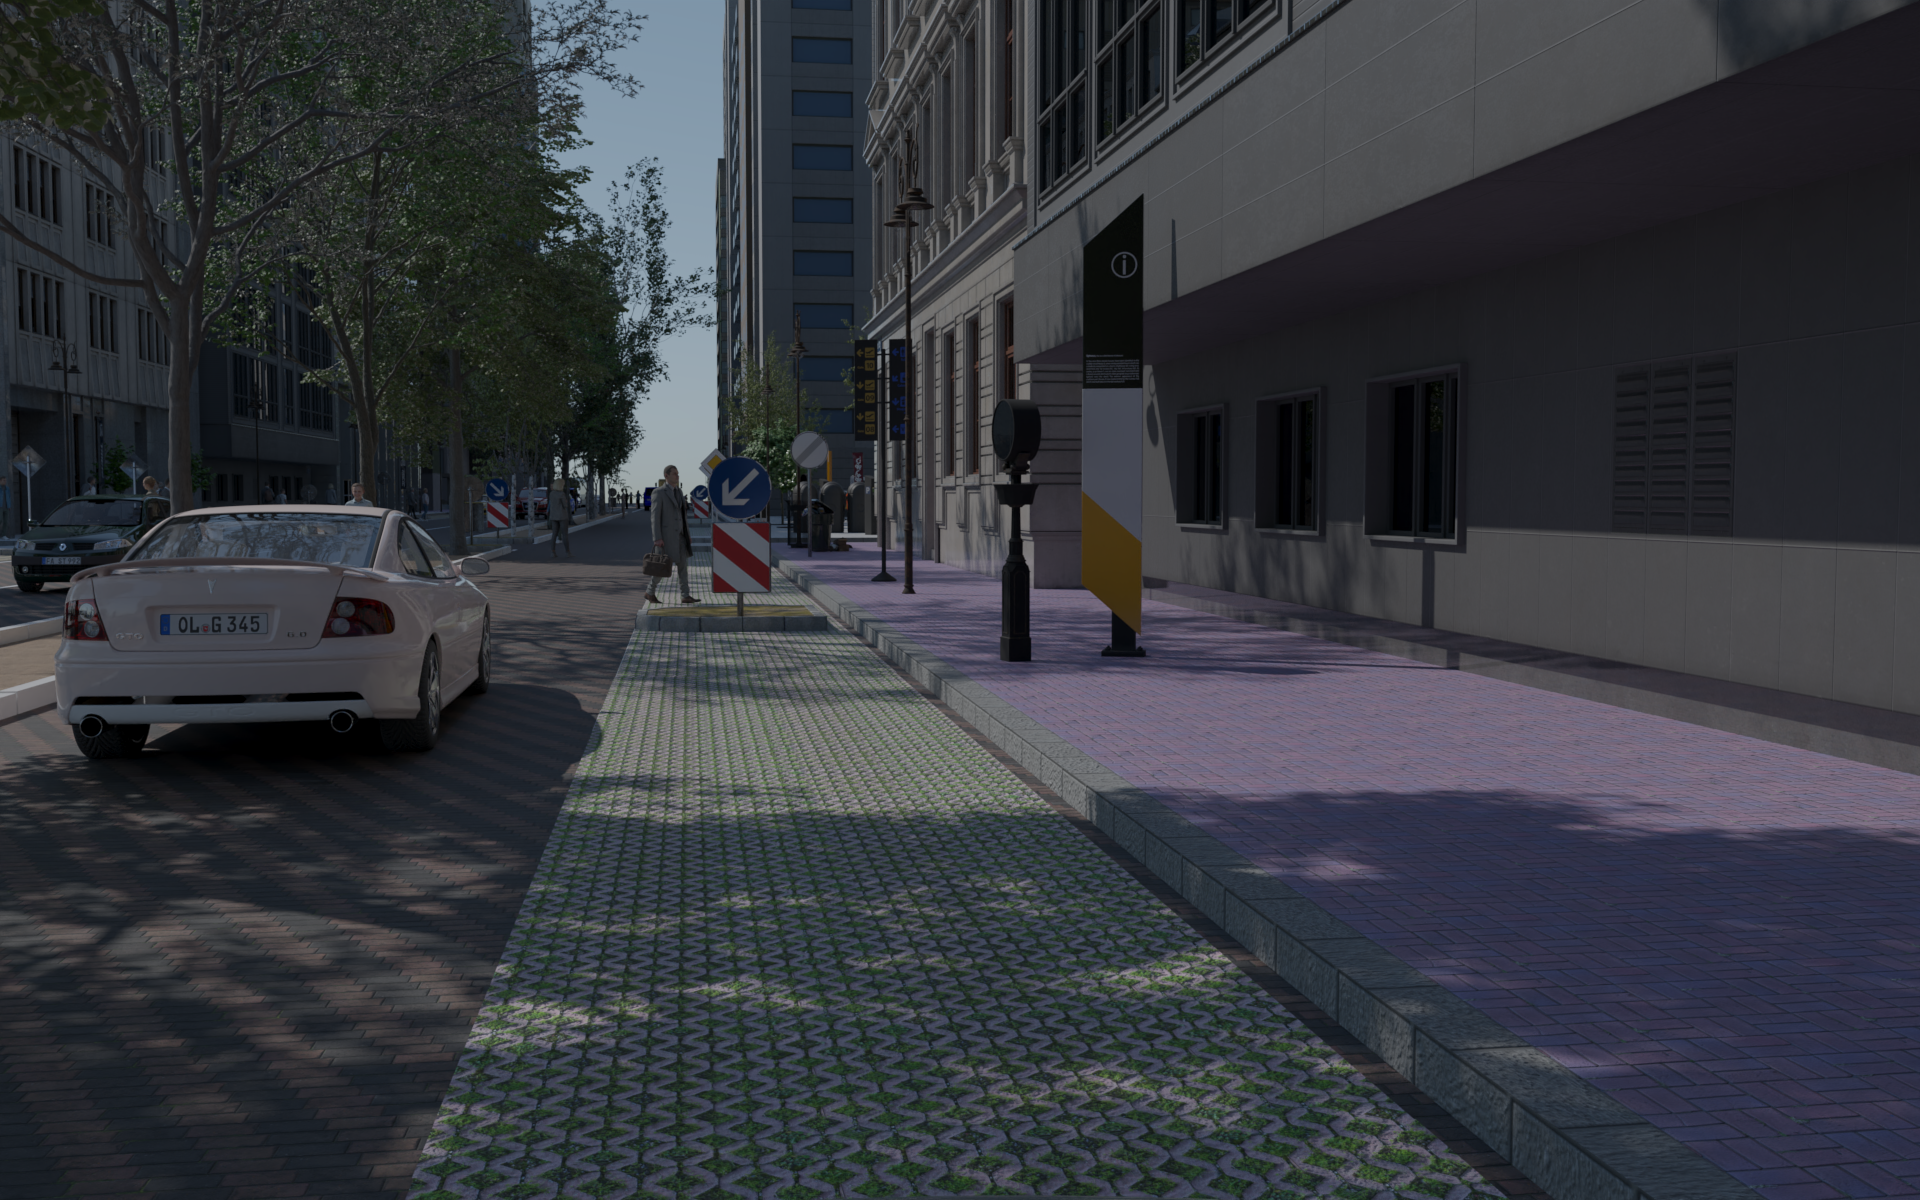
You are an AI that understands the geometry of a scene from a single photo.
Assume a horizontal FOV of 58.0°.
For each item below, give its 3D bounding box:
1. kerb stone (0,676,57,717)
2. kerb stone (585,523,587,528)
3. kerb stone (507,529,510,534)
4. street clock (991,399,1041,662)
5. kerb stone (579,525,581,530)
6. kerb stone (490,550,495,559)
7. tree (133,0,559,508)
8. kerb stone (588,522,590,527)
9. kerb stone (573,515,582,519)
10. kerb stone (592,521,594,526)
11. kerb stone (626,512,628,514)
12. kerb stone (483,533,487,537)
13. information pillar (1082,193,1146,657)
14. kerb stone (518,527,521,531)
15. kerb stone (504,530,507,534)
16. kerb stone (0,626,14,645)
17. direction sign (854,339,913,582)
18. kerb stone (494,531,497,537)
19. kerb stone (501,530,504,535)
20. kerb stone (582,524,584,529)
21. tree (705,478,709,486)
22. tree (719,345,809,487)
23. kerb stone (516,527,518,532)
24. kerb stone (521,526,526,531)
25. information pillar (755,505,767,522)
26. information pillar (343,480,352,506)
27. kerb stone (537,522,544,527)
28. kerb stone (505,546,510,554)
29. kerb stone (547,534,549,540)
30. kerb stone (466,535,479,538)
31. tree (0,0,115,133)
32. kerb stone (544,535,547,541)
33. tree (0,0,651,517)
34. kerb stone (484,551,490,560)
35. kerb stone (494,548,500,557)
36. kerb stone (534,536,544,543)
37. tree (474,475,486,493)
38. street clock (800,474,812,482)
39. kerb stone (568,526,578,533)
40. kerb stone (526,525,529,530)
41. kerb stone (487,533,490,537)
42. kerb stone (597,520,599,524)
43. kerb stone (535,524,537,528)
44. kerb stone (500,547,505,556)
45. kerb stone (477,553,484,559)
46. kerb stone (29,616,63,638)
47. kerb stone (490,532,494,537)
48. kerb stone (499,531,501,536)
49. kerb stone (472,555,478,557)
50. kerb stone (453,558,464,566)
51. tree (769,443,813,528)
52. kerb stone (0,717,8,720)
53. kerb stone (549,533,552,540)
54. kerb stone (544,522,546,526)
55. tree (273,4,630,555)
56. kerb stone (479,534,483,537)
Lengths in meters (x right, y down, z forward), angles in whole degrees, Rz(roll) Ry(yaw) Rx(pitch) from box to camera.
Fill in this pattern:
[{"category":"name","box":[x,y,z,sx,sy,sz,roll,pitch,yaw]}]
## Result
[{"category":"kerb stone","box":[-6.269,0.638,11.756,0.120,0.150,1.000,-1,4,-9]},{"category":"kerb stone","box":[-15.711,-3.050,72.060,0.120,0.150,1.000,-1,4,-9]},{"category":"kerb stone","box":[-16.206,-2.410,61.601,0.120,0.150,1.000,-1,4,-9]},{"category":"street clock","box":[0.429,-0.532,13.276,0.358,2.002,0.471,-1,4,-20]},{"category":"kerb stone","box":[-15.092,-2.802,68.009,0.120,0.150,1.000,-1,4,-9]},{"category":"kerb stone","box":[-10.397,-0.973,38.102,0.120,0.150,1.000,-1,4,-9]},{"category":"tree","box":[-10.672,-6.276,30.819,9.928,11.665,9.643,0,3,0]},{"category":"kerb stone","box":[-16.040,-3.173,74.080,0.120,0.150,1.000,-1,4,-9]},{"category":"kerb stone","box":[-22.557,-4.888,102.117,0.120,0.150,1.000,-1,4,-9]},{"category":"kerb stone","box":[-16.509,-3.360,77.133,0.120,0.150,1.000,-1,4,-9]},{"category":"kerb stone","box":[-23.017,-5.898,118.635,0.120,0.150,1.000,-1,4,-9]},{"category":"kerb stone","box":[-15.087,-1.976,54.510,0.120,0.150,1.000,-1,4,-9]},{"category":"information pillar","box":[1.216,-1.362,13.631,0.504,3.616,0.183,1,4,10]},{"category":"kerb stone","box":[-16.838,-2.657,65.645,0.120,0.150,1.000,-1,4,-9]},{"category":"kerb stone","box":[-16.045,-2.344,60.585,0.120,0.150,1.000,-1,4,-9]},{"category":"kerb stone","box":[-9.134,0.351,16.509,0.120,0.150,1.000,-1,4,-9]},{"category":"direction sign","box":[-1.121,-2.043,25.404,0.876,3.537,0.379,1,4,15]},{"category":"kerb stone","box":[-15.571,-2.162,57.549,0.120,0.150,1.000,-1,4,-9]},{"category":"kerb stone","box":[-15.886,-2.284,59.575,0.120,0.150,1.000,-1,4,-9]},{"category":"kerb stone","box":[-15.400,-2.926,70.030,0.120,0.150,1.000,-1,4,-9]},{"category":"tree","box":[-29.287,-13.833,209.875,4.285,4.588,4.351,0,3,0]},{"category":"tree","box":[-9.751,-8.312,86.263,4.360,8.622,3.978,0,3,0]},{"category":"kerb stone","box":[-16.684,-2.592,64.635,0.120,0.150,1.000,-1,4,-9]},{"category":"kerb stone","box":[-17.155,-2.777,67.668,0.120,0.150,1.000,-1,4,-9]},{"category":"information pillar","box":[-6.836,-3.357,59.382,0.304,2.012,0.304,3,4,37]},{"category":"information pillar","box":[-31.268,-5.134,88.434,0.304,2.012,0.304,1,4,8]},{"category":"kerb stone","box":[-18.435,-3.275,75.783,0.120,0.150,1.000,-1,4,-9]},{"category":"kerb stone","box":[-10.867,-1.156,41.139,0.120,0.150,1.000,-1,4,-9]},{"category":"kerb stone","box":[-12.706,-1.873,52.823,0.120,0.150,1.000,-1,4,-9]},{"category":"kerb stone","box":[-14.783,-1.848,52.486,0.120,0.150,1.000,-1,4,-9]},{"category":"tree","box":[-6.530,-5.304,7.304,7.486,12.596,7.792,0,3,0]},{"category":"kerb stone","box":[-12.546,-1.812,51.814,0.120,0.150,1.000,-1,4,-9]},{"category":"tree","box":[-8.718,-6.500,19.098,12.009,13.543,11.850,0,3,0]},{"category":"kerb stone","box":[-10.236,-0.911,37.093,0.120,0.150,1.000,-1,4,-9]},{"category":"kerb stone","box":[-10.556,-1.029,39.117,0.120,0.150,1.000,-1,4,-9]},{"category":"kerb stone","box":[-12.388,-1.750,50.804,0.120,0.150,1.000,-1,4,-9]},{"category":"tree","box":[-41.409,-9.476,149.526,1.663,3.219,1.824,0,3,0]},{"category":"street clock","box":[-5.463,-3.484,61.532,0.358,2.002,0.471,-3,4,-39]},{"category":"kerb stone","box":[-14.764,-2.679,65.992,0.120,0.150,1.000,-1,4,-9]},{"category":"kerb stone","box":[-17.319,-2.841,68.685,0.120,0.150,1.000,-1,4,-9]},{"category":"kerb stone","box":[-15.259,-2.038,55.517,0.120,0.150,1.000,-1,4,-9]},{"category":"kerb stone","box":[-17.146,-3.608,81.186,0.120,0.150,1.000,-1,4,-9]},{"category":"kerb stone","box":[-17.958,-3.091,72.738,0.120,0.150,1.000,-1,4,-9]},{"category":"kerb stone","box":[-10.719,-1.097,40.128,0.120,0.150,1.000,-1,4,-9]},{"category":"kerb stone","box":[-10.080,-0.842,36.073,0.120,0.150,1.000,-1,4,-9]},{"category":"kerb stone","box":[-9.295,0.290,17.523,0.120,0.150,1.000,-1,4,-9]},{"category":"kerb stone","box":[-15.411,-2.100,56.528,0.120,0.150,1.000,-1,4,-9]},{"category":"kerb stone","box":[-15.732,-2.224,58.565,0.120,0.150,1.000,-1,4,-9]},{"category":"kerb stone","box":[-9.921,-0.786,35.050,0.120,0.150,1.000,-1,4,-9]},{"category":"kerb stone","box":[-9.604,-0.662,33.027,0.120,0.150,1.000,-1,4,-9]},{"category":"tree","box":[-6.385,-4.328,65.359,1.663,3.219,1.824,0,3,0]},{"category":"kerb stone","box":[-6.110,0.710,10.744,0.120,0.150,1.000,-1,4,-9]},{"category":"kerb stone","box":[-12.858,-1.935,53.835,0.120,0.150,1.000,-1,4,-9]},{"category":"kerb stone","box":[-18.584,-3.335,76.794,0.120,0.150,1.000,-1,4,-9]},{"category":"tree","box":[-11.510,-7.277,39.557,7.486,12.596,7.792,0,3,0]},{"category":"kerb stone","box":[-14.937,-1.915,53.499,0.120,0.150,1.000,-1,4,-9]}]
